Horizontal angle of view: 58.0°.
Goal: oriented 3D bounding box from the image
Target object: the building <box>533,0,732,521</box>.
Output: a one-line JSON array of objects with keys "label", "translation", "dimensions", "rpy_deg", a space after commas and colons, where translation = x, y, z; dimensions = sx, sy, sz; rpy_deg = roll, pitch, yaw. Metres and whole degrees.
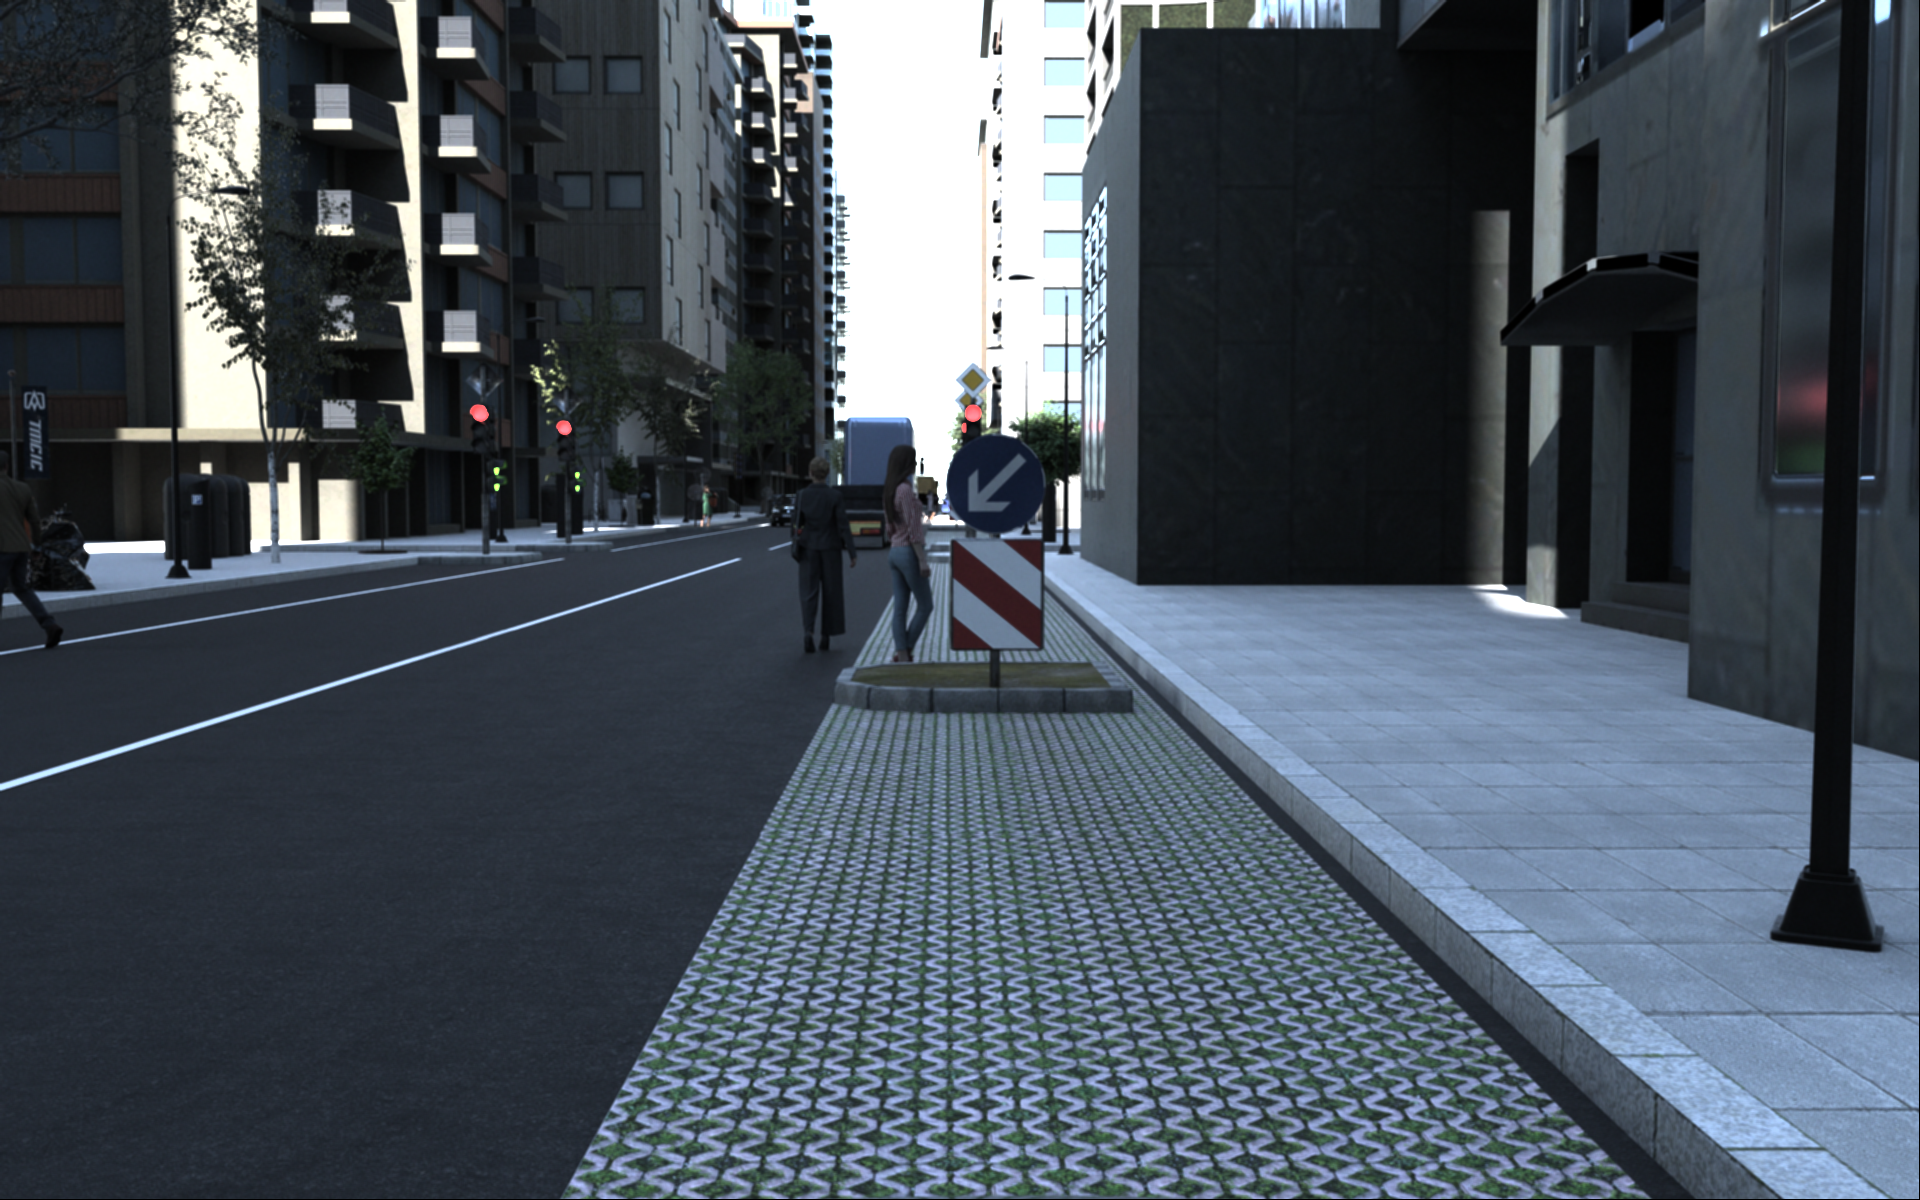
[{"label": "building", "translation": [-27.662, -30.891, 94.306], "dimensions": [28.713, 52.752, 27.495], "rpy_deg": [0, 4, 0]}]

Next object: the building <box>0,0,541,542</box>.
[{"label": "building", "translation": [-26.048, -24.699, 58.447], "dimensions": [22.147, 44.769, 28.867], "rpy_deg": [0, 4, 0]}]

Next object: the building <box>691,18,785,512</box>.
[{"label": "building", "translation": [-30.063, -26.924, 132.091], "dimensions": [32.217, 40.220, 23.993], "rpy_deg": [0, 4, 0]}]

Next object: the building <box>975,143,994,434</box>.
[{"label": "building", "translation": [9.355, -34.613, 216.027], "dimensions": [14.600, 45.320, 14.200], "rpy_deg": [0, 4, 0]}]

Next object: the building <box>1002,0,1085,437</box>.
[{"label": "building", "translation": [13.065, -34.432, 104.959], "dimensions": [21.231, 58.520, 28.212], "rpy_deg": [0, 4, 0]}]

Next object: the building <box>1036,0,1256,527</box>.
[{"label": "building", "translation": [13.884, -38.613, 69.574], "dimensions": [20.563, 71.187, 20.611], "rpy_deg": [0, 4, 0]}]

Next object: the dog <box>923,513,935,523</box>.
[{"label": "dog", "translation": [-1.552, -4.145, 87.062], "dimensions": [0.540, 0.507, 0.406], "rpy_deg": [-2, 4, -24]}]

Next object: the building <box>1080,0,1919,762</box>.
[{"label": "building", "translation": [13.683, -43.066, 16.807], "dimensions": [22.319, 86.520, 31.000], "rpy_deg": [0, 4, 0]}]

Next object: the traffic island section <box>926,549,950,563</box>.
[{"label": "traffic island section", "translation": [0.295, -0.894, 36.897], "dimensions": [2.009, 0.180, 2.903], "rpy_deg": [0, 4, 0]}]

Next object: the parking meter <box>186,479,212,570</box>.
[{"label": "parking meter", "translation": [-12.976, -1.291, 29.523], "dimensions": [0.372, 1.533, 0.369], "rpy_deg": [0, 3, 0]}]

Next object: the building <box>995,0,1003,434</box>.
[{"label": "building", "translation": [14.317, -30.468, 152.777], "dimensions": [22.147, 44.769, 28.867], "rpy_deg": [0, 4, 0]}]

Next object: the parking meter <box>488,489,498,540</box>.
[{"label": "parking meter", "translation": [-13.188, -2.460, 48.631], "dimensions": [0.372, 1.533, 0.369], "rpy_deg": [0, 3, 0]}]

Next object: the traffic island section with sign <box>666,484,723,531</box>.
[{"label": "traffic island section with sign", "translation": [-10.302, -3.595, 67.411], "dimensions": [1.989, 1.847, 2.006], "rpy_deg": [0, 4, 0]}]

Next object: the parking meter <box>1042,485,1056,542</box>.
[{"label": "parking meter", "translation": [2.377, -2.310, 46.173], "dimensions": [0.372, 1.533, 0.369], "rpy_deg": [0, 3, 0]}]

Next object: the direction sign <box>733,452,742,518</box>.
[{"label": "direction sign", "translation": [-12.326, -6.379, 96.295], "dimensions": [0.379, 3.537, 0.876], "rpy_deg": [1, 4, 19]}]

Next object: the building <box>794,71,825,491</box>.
[{"label": "building", "translation": [-21.566, -32.447, 180.623], "dimensions": [14.600, 45.320, 14.200], "rpy_deg": [0, 4, 0]}]

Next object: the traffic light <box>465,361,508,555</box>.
[{"label": "traffic light", "translation": [-10.056, -2.922, 36.699], "dimensions": [0.839, 4.253, 0.868], "rpy_deg": [0, 4, 0]}]

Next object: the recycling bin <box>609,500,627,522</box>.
[{"label": "recycling bin", "translation": [-15.858, -4.149, 80.393], "dimensions": [0.722, 1.027, 0.722], "rpy_deg": [0, 4, 5]}]

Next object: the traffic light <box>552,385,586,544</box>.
[{"label": "traffic light", "translation": [-10.109, -3.411, 44.684], "dimensions": [0.839, 4.253, 0.868], "rpy_deg": [0, 4, 0]}]

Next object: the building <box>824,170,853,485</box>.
[{"label": "building", "translation": [-27.083, -38.584, 250.464], "dimensions": [23.786, 49.044, 30.456], "rpy_deg": [0, 4, 0]}]

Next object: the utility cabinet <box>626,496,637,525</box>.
[{"label": "utility cabinet", "translation": [-13.592, -3.782, 73.004], "dimensions": [0.306, 1.237, 1.020], "rpy_deg": [2, 4, 33]}]

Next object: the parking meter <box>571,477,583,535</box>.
[{"label": "parking meter", "translation": [-12.060, -2.981, 54.453], "dimensions": [0.255, 1.863, 0.399], "rpy_deg": [2, 4, 32]}]

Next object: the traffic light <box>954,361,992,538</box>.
[{"label": "traffic light", "translation": [0.255, -2.927, 36.783], "dimensions": [0.839, 4.253, 0.868], "rpy_deg": [0, 4, 0]}]

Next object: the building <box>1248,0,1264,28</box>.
[{"label": "building", "translation": [16.943, -24.588, 52.121], "dimensions": [14.200, 45.320, 14.600], "rpy_deg": [0, 4, 0]}]

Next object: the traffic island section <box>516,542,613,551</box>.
[{"label": "traffic island section", "translation": [-10.149, -1.378, 44.818], "dimensions": [2.009, 0.180, 2.903], "rpy_deg": [0, 4, 0]}]

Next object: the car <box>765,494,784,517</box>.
[{"label": "car", "translation": [-10.272, -5.416, 100.553], "dimensions": [2.014, 1.417, 4.499], "rpy_deg": [0, 4, -1]}]

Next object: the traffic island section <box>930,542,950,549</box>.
[{"label": "traffic island section", "translation": [0.242, -1.382, 44.882], "dimensions": [2.009, 0.180, 2.903], "rpy_deg": [0, 4, 0]}]

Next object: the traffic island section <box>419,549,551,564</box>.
[{"label": "traffic island section", "translation": [-10.096, -0.890, 36.834], "dimensions": [2.009, 0.180, 2.903], "rpy_deg": [0, 4, 0]}]

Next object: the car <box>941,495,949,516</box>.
[{"label": "car", "translation": [-0.343, -6.486, 115.630], "dimensions": [1.945, 1.707, 3.694], "rpy_deg": [0, 4, 1]}]

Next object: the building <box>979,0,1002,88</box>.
[{"label": "building", "translation": [16.561, -36.174, 180.678], "dimensions": [28.713, 52.752, 27.495], "rpy_deg": [0, 4, 0]}]

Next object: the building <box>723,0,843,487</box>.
[{"label": "building", "translation": [-25.737, -55.401, 218.478], "dimensions": [22.319, 86.520, 31.000], "rpy_deg": [0, 4, 0]}]

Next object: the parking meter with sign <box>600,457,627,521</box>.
[{"label": "parking meter with sign", "translation": [-15.984, -5.204, 81.352], "dimensions": [1.738, 3.016, 0.543], "rpy_deg": [0, 4, -7]}]

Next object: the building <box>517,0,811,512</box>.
[{"label": "building", "translation": [-25.433, -30.835, 158.775], "dimensions": [22.147, 44.769, 28.867], "rpy_deg": [0, 4, 0]}]

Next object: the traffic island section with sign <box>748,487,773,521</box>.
[{"label": "traffic island section with sign", "translation": [-10.479, -5.244, 94.365], "dimensions": [1.989, 1.847, 2.006], "rpy_deg": [0, 4, 0]}]

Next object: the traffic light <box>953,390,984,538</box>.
[{"label": "traffic light", "translation": [0.202, -3.416, 44.768], "dimensions": [0.839, 4.253, 0.868], "rpy_deg": [0, 4, 0]}]

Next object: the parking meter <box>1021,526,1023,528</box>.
[{"label": "parking meter", "translation": [2.200, -3.696, 66.147], "dimensions": [0.255, 1.863, 0.399], "rpy_deg": [3, 5, 44]}]

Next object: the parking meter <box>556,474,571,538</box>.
[{"label": "parking meter", "translation": [-11.628, -2.746, 50.604], "dimensions": [0.255, 1.863, 0.399], "rpy_deg": [0, 4, -1]}]

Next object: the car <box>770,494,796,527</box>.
[{"label": "car", "translation": [-7.453, -4.152, 77.669], "dimensions": [2.009, 1.686, 4.222], "rpy_deg": [0, 4, 2]}]

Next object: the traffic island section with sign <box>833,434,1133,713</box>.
[{"label": "traffic island section with sign", "translation": [0.125, -0.218, 12.190], "dimensions": [1.989, 1.847, 2.006], "rpy_deg": [0, 4, 0]}]
